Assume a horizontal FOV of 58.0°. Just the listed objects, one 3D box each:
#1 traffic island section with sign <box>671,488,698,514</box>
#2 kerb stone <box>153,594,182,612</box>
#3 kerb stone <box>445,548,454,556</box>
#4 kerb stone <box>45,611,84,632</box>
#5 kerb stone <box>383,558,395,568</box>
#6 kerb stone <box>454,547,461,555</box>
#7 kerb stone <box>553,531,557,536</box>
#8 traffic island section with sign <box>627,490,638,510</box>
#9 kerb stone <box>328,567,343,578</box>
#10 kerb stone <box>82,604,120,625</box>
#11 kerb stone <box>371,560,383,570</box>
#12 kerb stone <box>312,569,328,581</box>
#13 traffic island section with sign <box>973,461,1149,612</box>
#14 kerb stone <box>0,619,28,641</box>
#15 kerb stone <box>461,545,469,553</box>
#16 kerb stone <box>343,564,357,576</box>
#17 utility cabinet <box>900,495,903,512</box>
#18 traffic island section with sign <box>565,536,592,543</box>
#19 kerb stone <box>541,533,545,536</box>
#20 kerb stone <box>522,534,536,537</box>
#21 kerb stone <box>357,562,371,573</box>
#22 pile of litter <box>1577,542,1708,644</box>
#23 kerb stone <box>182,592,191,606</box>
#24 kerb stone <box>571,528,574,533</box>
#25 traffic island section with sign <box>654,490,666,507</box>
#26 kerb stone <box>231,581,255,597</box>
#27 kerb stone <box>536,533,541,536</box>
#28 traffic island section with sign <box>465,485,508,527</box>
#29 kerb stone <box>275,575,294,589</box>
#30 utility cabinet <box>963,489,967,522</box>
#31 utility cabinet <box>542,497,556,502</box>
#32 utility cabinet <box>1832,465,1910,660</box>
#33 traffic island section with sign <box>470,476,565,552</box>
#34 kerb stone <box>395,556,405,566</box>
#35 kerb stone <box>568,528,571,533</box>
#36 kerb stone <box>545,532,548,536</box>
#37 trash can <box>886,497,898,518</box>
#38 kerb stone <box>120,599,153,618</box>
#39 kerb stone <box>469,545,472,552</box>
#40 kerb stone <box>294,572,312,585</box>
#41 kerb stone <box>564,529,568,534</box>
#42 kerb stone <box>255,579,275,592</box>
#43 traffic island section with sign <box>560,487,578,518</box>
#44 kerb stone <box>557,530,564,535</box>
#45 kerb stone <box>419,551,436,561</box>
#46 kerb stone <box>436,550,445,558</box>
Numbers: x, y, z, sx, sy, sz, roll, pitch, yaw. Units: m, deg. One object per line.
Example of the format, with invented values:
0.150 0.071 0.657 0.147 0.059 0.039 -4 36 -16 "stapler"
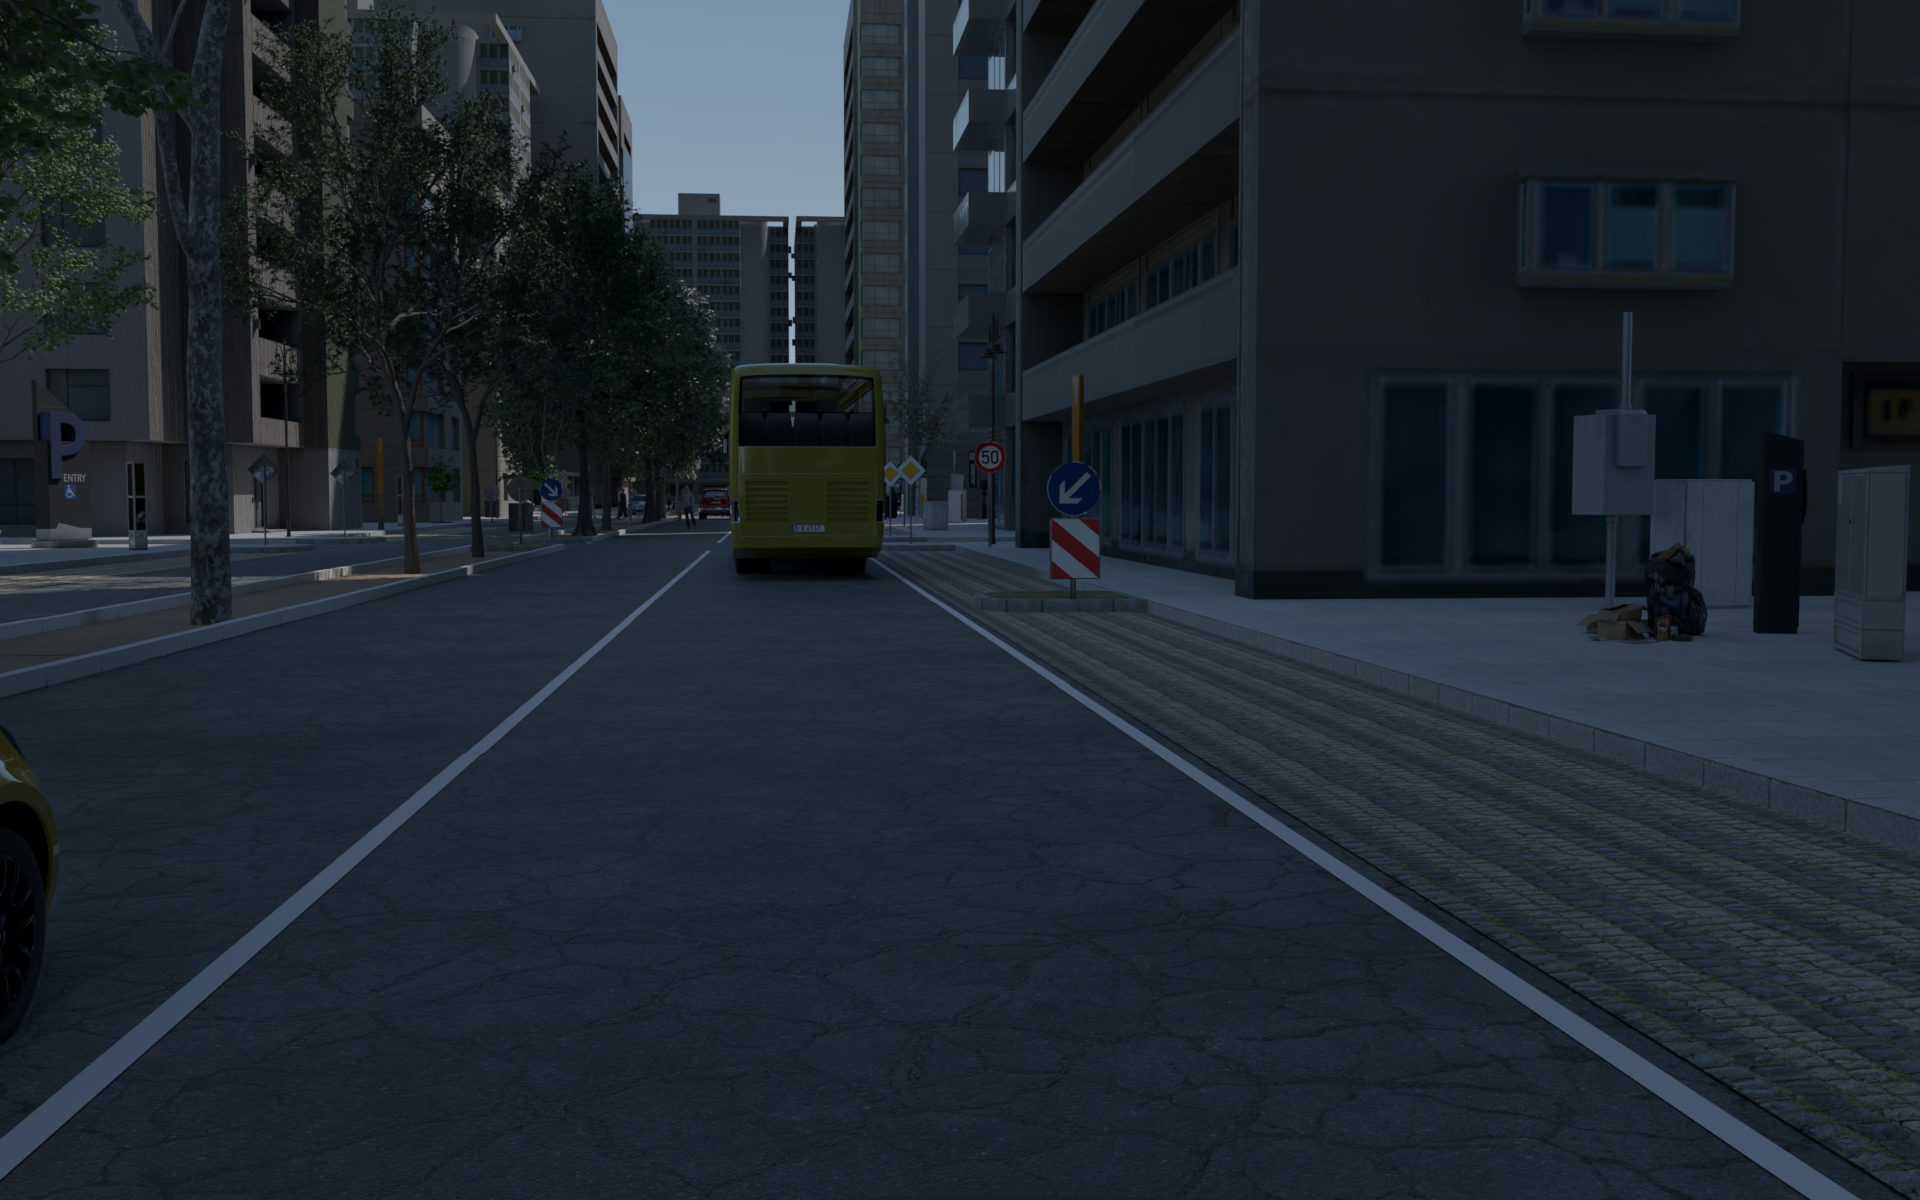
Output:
-19.979 -7.204 125.917 2.006 1.907 1.989 0 4 -6 "traffic island section with sign"
-9.864 0.051 21.354 0.120 0.150 1.000 0 4 -6 "kerb stone"
-11.817 -1.066 39.678 0.120 0.150 1.000 0 4 -6 "kerb stone"
-9.541 0.245 18.295 0.120 0.150 1.000 0 4 -6 "kerb stone"
-11.170 -0.696 33.574 0.120 0.150 1.000 0 4 -6 "kerb stone"
-11.936 -1.132 40.708 0.120 0.150 1.000 0 4 -6 "kerb stone"
-13.846 -2.226 58.585 0.120 0.150 1.000 0 4 -6 "kerb stone"
-28.578 -8.776 152.120 1.989 1.847 2.006 0 4 -6 "traffic island section with sign"
-10.736 -0.447 29.497 0.120 0.150 1.000 0 4 -6 "kerb stone"
-9.651 0.178 19.313 0.120 0.150 1.000 0 4 -6 "kerb stone"
-11.061 -0.628 32.555 0.120 0.150 1.000 0 4 -6 "kerb stone"
-10.629 -0.383 28.479 0.120 0.150 1.000 0 4 -6 "kerb stone"
1.201 -0.804 21.780 1.989 1.847 2.006 0 4 -6 "traffic island section with sign"
-9.428 0.301 17.279 0.120 0.150 1.000 0 4 -6 "kerb stone"
-12.046 -1.194 41.724 0.120 0.150 1.000 0 4 -6 "kerb stone"
-10.849 -0.505 30.514 0.120 0.150 1.000 0 4 -6 "kerb stone"
-3.792 -6.867 123.437 1.020 1.237 0.306 3 4 38 "utility cabinet"
-11.990 -2.634 51.203 2.006 1.907 1.989 0 4 -6 "traffic island section with sign"
-13.519 -2.037 55.525 0.120 0.150 1.000 0 4 -6 "kerb stone"
-13.305 -1.914 53.486 0.120 0.150 1.000 0 4 -6 "kerb stone"
-10.954 -0.571 31.534 0.120 0.150 1.000 0 4 -6 "kerb stone"
6.120 -0.100 15.593 1.719 0.858 1.176 -3 5 -41 "pile of litter"
-9.975 -0.011 22.370 0.120 0.150 1.000 0 4 -6 "kerb stone"
-14.389 -2.534 63.682 0.120 0.150 1.000 0 4 -6 "kerb stone"
-31.441 -10.416 178.923 1.989 1.847 2.006 0 4 -6 "traffic island section with sign"
-10.191 -0.135 24.409 0.120 0.150 1.000 0 4 -6 "kerb stone"
-13.403 -1.974 54.509 0.120 0.150 1.000 0 4 -6 "kerb stone"
-20.386 -4.084 75.398 1.989 1.847 2.006 0 4 -6 "traffic island section with sign"
-10.411 -0.250 26.447 0.120 0.150 1.000 0 4 -6 "kerb stone"
-0.086 -4.364 80.036 0.318 1.500 1.173 -2 4 -25 "utility cabinet"
-27.825 -6.486 117.200 1.020 1.237 0.306 2 4 27 "utility cabinet"
7.188 -0.308 13.712 0.318 1.500 1.173 1 4 17 "utility cabinet"
-11.213 -2.183 43.836 2.006 1.907 1.989 0 4 -6 "traffic island section with sign"
-11.281 -0.757 34.590 0.120 0.150 1.000 0 4 -6 "kerb stone"
-14.281 -2.475 62.665 0.120 0.150 1.000 0 4 -6 "kerb stone"
-13.623 -2.101 56.549 0.120 0.150 1.000 0 4 -6 "kerb stone"
-3.600 -4.883 91.485 0.748 1.137 0.748 0 3 0 "trash can"
-9.754 0.114 20.338 0.120 0.150 1.000 0 4 -6 "kerb stone"
-12.153 -1.257 42.741 0.120 0.150 1.000 0 4 -6 "kerb stone"
-10.516 -0.322 27.463 0.120 0.150 1.000 0 4 -6 "kerb stone"
-14.169 -2.410 61.643 0.120 0.150 1.000 0 4 -6 "kerb stone"
-10.305 -0.198 25.430 0.120 0.150 1.000 0 4 -6 "kerb stone"
-23.257 -5.723 102.201 1.989 1.847 2.006 0 4 -6 "traffic island section with sign"
-14.064 -2.351 60.626 0.120 0.150 1.000 0 4 -6 "kerb stone"
-11.610 -0.938 37.641 0.120 0.150 1.000 0 4 -6 "kerb stone"
-11.714 -1.007 38.659 0.120 0.150 1.000 0 4 -6 "kerb stone"
